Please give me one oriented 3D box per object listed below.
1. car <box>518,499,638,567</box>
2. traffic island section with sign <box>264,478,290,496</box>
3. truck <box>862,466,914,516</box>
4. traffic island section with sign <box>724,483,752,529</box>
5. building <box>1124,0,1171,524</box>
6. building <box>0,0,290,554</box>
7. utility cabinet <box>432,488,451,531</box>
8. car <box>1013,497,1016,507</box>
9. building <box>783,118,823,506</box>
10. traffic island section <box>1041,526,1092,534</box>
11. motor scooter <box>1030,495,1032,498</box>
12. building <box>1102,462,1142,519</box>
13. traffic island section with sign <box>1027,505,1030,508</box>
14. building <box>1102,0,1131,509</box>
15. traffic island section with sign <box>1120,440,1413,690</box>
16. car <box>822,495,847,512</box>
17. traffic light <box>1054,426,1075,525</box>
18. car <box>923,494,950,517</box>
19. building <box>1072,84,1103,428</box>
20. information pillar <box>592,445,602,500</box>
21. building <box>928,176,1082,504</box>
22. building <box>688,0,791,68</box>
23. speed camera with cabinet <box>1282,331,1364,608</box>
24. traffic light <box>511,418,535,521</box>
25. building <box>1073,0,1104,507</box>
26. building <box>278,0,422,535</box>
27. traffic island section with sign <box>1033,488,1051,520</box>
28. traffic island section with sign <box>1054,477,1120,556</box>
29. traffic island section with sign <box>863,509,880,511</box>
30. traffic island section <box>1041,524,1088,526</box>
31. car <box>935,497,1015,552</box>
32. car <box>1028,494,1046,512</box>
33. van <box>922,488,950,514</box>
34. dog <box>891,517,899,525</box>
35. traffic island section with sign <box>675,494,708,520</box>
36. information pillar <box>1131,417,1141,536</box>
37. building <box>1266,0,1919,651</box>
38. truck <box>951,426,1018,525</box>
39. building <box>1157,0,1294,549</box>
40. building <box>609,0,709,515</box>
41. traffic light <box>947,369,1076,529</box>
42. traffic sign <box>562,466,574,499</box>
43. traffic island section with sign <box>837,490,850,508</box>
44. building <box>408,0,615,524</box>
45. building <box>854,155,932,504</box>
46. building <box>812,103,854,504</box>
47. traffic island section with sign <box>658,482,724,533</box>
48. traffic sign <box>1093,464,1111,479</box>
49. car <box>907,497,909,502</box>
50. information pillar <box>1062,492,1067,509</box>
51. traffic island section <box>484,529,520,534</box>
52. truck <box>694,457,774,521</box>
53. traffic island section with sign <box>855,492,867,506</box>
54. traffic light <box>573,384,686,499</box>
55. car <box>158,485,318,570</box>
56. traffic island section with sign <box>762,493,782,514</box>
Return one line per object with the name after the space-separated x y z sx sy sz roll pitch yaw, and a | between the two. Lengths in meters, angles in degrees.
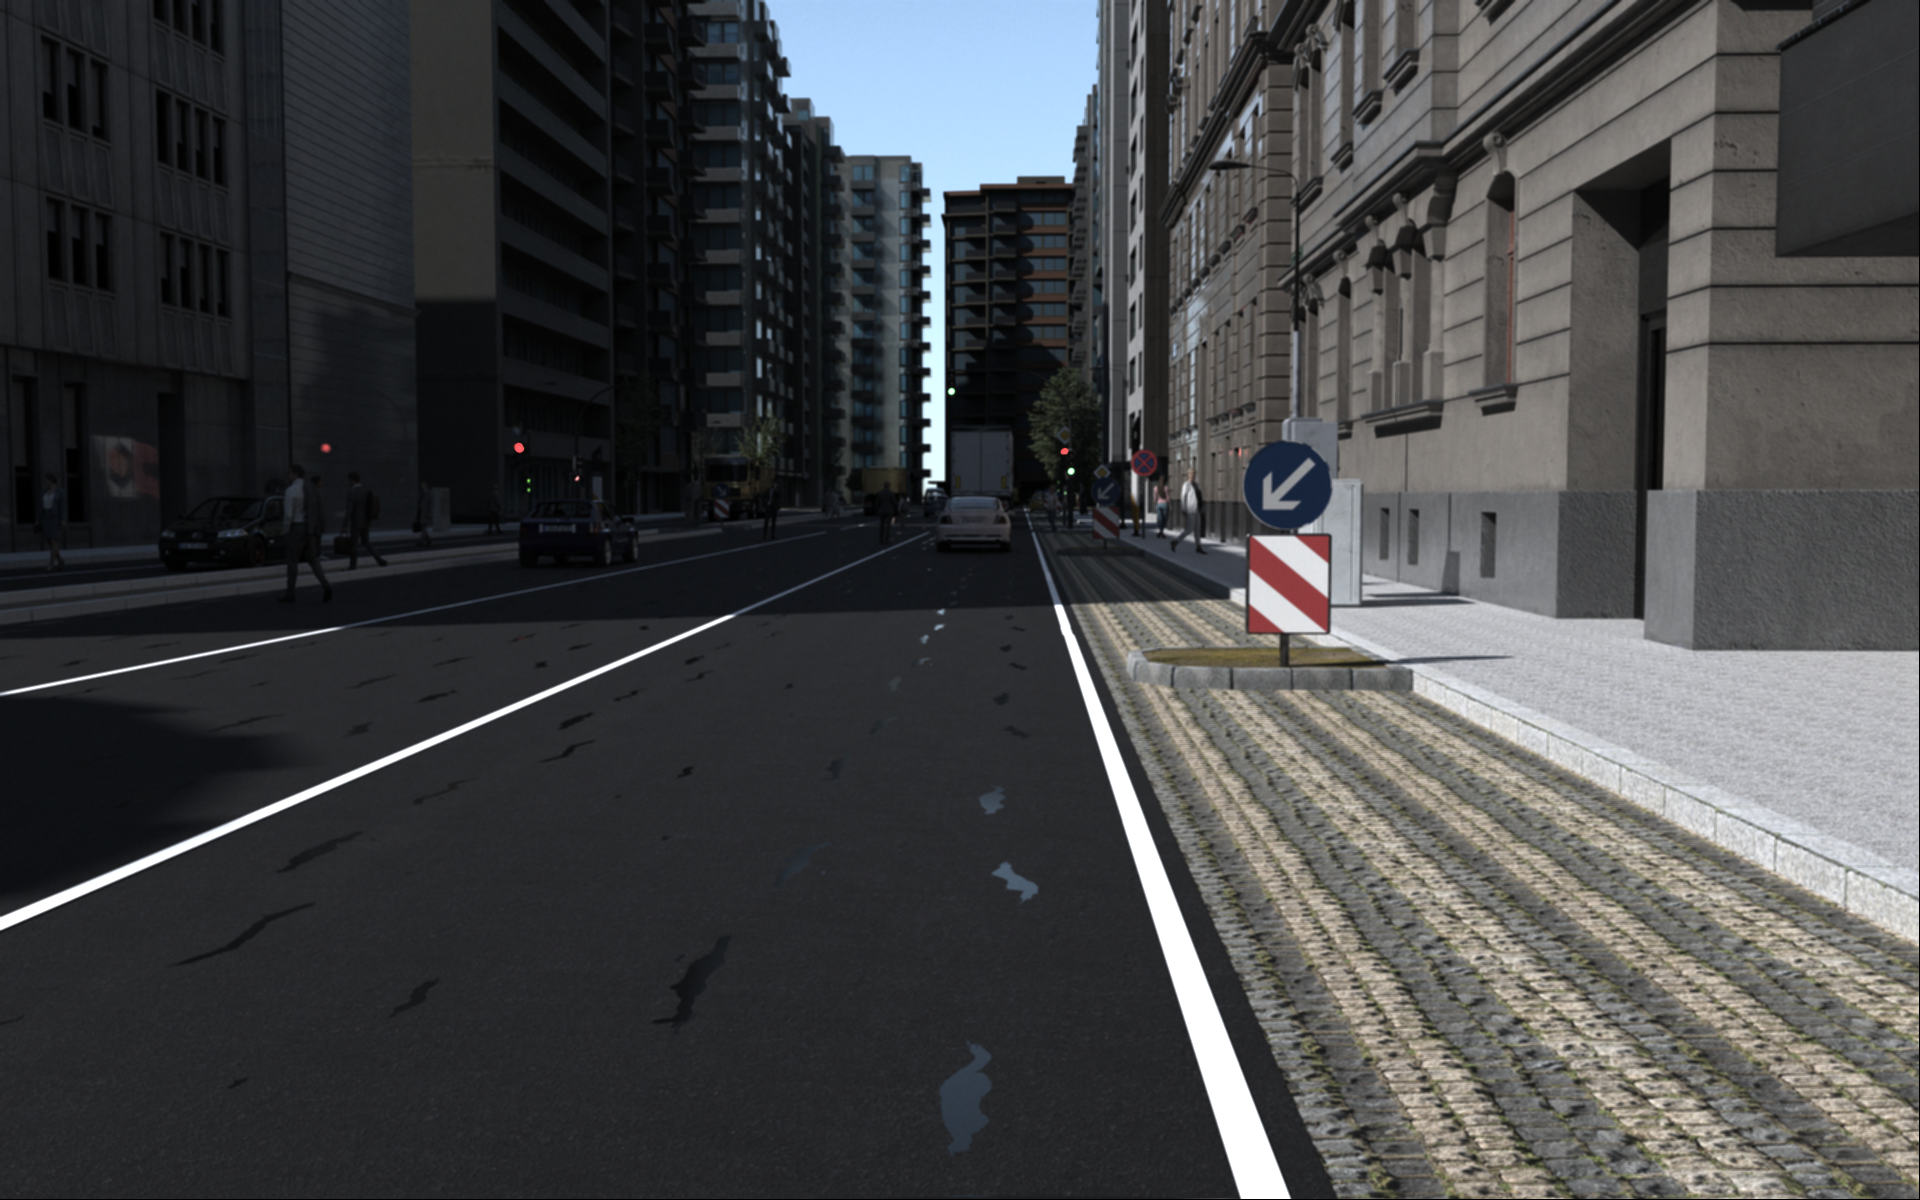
-7.700 -1.385 35.233 1.945 1.354 3.894 0 4 2 | car
-16.624 -2.020 41.656 1.989 1.847 2.006 0 4 2 | traffic island section with sign
-5.063 -7.521 118.900 3.469 3.379 9.791 0 4 1 | truck
-9.715 -3.871 71.422 2.006 1.907 1.989 0 4 2 | traffic island section with sign
14.791 -18.663 76.843 14.107 30.474 14.160 0 4 2 | building
-26.100 -13.618 40.669 12.078 24.808 19.932 0 4 2 | building
-17.826 -3.111 59.546 0.318 1.500 1.173 0 4 -1 | utility cabinet
5.386 -11.608 198.579 1.959 1.807 4.718 0 4 3 | car
-22.418 -30.624 184.292 14.154 41.232 14.086 0 4 2 | building
4.052 -2.509 63.298 2.009 0.180 2.903 0 4 2 | traffic island section
8.276 -11.136 194.849 0.815 1.314 1.986 0 4 1 | motor scooter
24.375 -24.731 96.233 32.217 40.220 23.993 0 4 2 | building
7.845 -10.052 172.972 1.989 1.847 2.006 0 4 2 | traffic island section with sign
21.277 -35.954 129.840 21.231 58.520 28.212 0 4 2 | building
2.328 -0.299 13.519 1.989 1.847 2.006 0 4 2 | traffic island section with sign
-9.862 -7.562 136.221 1.945 1.354 3.894 0 4 2 | car
4.288 -5.030 71.166 0.839 4.253 0.868 0 4 2 | traffic light
-1.345 -5.895 108.386 2.014 1.417 4.499 0 4 1 | car
24.616 -35.803 204.982 23.786 49.044 30.456 0 4 2 | building
-17.270 -5.574 82.488 0.504 3.616 0.183 -3 4 -36 | information pillar
10.494 -35.885 241.345 28.867 44.769 22.147 0 4 2 | building
-27.812 -33.174 161.997 23.786 49.044 30.456 0 4 2 | building
4.275 -1.597 20.443 0.660 3.252 2.038 0 4 1 | speed camera with cabinet
-16.137 -4.584 63.862 0.839 4.253 0.868 0 4 2 | traffic light
22.611 -52.633 173.218 22.319 86.520 31.000 0 4 2 | building
-34.668 -17.128 57.532 29.804 29.767 11.434 0 4 2 | building
5.184 -5.335 95.862 1.989 1.847 2.006 0 4 2 | traffic island section with sign
3.276 -1.959 40.660 1.989 1.847 2.006 0 4 2 | traffic island section with sign
-7.134 -8.464 146.516 2.006 1.907 1.989 0 4 2 | traffic island section with sign
4.328 -2.997 71.278 2.009 0.180 2.903 0 4 2 | traffic island section
0.376 -1.954 44.311 2.083 1.381 4.827 0 4 1 | car
6.314 -7.642 135.169 2.015 1.641 3.980 0 4 2 | car
-1.704 -7.024 121.848 2.013 2.044 4.112 0 4 1 | van
-2.927 -3.721 80.134 0.540 0.507 0.406 -1 4 -19 | dog
-14.724 -5.383 96.638 1.989 1.847 2.006 0 4 2 | traffic island section with sign
5.340 -3.749 52.650 0.183 3.616 0.504 -1 4 -15 | information pillar
12.597 -14.484 24.204 14.401 28.519 23.554 0 4 2 | building
1.101 -5.376 76.810 2.839 4.237 11.283 0 4 3 | truck
12.629 -15.393 48.932 12.463 27.353 25.104 0 4 2 | building
-29.208 -28.203 115.740 22.147 44.769 28.867 0 4 2 | building
1.919 -5.410 63.116 4.771 5.953 1.251 0 4 2 | traffic light
-17.395 -4.725 77.357 0.768 2.556 0.104 1 4 8 | traffic sign
-12.061 -10.111 173.942 1.989 1.847 2.006 0 4 2 | traffic island section with sign
-29.714 -28.058 82.451 21.300 48.544 21.600 0 4 2 | building
-19.136 -38.106 242.635 30.456 49.044 23.786 0 4 2 | building
-29.526 -36.074 209.414 30.456 49.044 23.786 0 4 2 | building
-9.980 -3.418 64.019 2.006 1.907 1.989 0 4 2 | traffic island section with sign
6.145 -4.586 74.717 0.795 2.593 0.064 0 4 8 | traffic sign
-7.557 -12.840 222.292 2.083 1.381 4.827 0 4 2 | car
8.713 -8.570 144.614 0.304 2.012 0.304 -1 4 -13 | information pillar
-16.177 -2.552 63.998 2.009 0.180 2.903 0 4 2 | traffic island section
-11.991 -5.979 93.688 3.469 3.379 9.791 0 4 2 | truck
-11.124 -11.759 200.880 1.989 1.847 2.006 0 4 2 | traffic island section with sign
-13.768 -5.941 71.806 4.771 5.953 1.251 0 4 2 | traffic light
-14.032 -1.470 33.827 2.009 1.686 4.222 0 4 1 | car
-13.792 -7.031 123.577 1.989 1.847 2.006 0 4 2 | traffic island section with sign
